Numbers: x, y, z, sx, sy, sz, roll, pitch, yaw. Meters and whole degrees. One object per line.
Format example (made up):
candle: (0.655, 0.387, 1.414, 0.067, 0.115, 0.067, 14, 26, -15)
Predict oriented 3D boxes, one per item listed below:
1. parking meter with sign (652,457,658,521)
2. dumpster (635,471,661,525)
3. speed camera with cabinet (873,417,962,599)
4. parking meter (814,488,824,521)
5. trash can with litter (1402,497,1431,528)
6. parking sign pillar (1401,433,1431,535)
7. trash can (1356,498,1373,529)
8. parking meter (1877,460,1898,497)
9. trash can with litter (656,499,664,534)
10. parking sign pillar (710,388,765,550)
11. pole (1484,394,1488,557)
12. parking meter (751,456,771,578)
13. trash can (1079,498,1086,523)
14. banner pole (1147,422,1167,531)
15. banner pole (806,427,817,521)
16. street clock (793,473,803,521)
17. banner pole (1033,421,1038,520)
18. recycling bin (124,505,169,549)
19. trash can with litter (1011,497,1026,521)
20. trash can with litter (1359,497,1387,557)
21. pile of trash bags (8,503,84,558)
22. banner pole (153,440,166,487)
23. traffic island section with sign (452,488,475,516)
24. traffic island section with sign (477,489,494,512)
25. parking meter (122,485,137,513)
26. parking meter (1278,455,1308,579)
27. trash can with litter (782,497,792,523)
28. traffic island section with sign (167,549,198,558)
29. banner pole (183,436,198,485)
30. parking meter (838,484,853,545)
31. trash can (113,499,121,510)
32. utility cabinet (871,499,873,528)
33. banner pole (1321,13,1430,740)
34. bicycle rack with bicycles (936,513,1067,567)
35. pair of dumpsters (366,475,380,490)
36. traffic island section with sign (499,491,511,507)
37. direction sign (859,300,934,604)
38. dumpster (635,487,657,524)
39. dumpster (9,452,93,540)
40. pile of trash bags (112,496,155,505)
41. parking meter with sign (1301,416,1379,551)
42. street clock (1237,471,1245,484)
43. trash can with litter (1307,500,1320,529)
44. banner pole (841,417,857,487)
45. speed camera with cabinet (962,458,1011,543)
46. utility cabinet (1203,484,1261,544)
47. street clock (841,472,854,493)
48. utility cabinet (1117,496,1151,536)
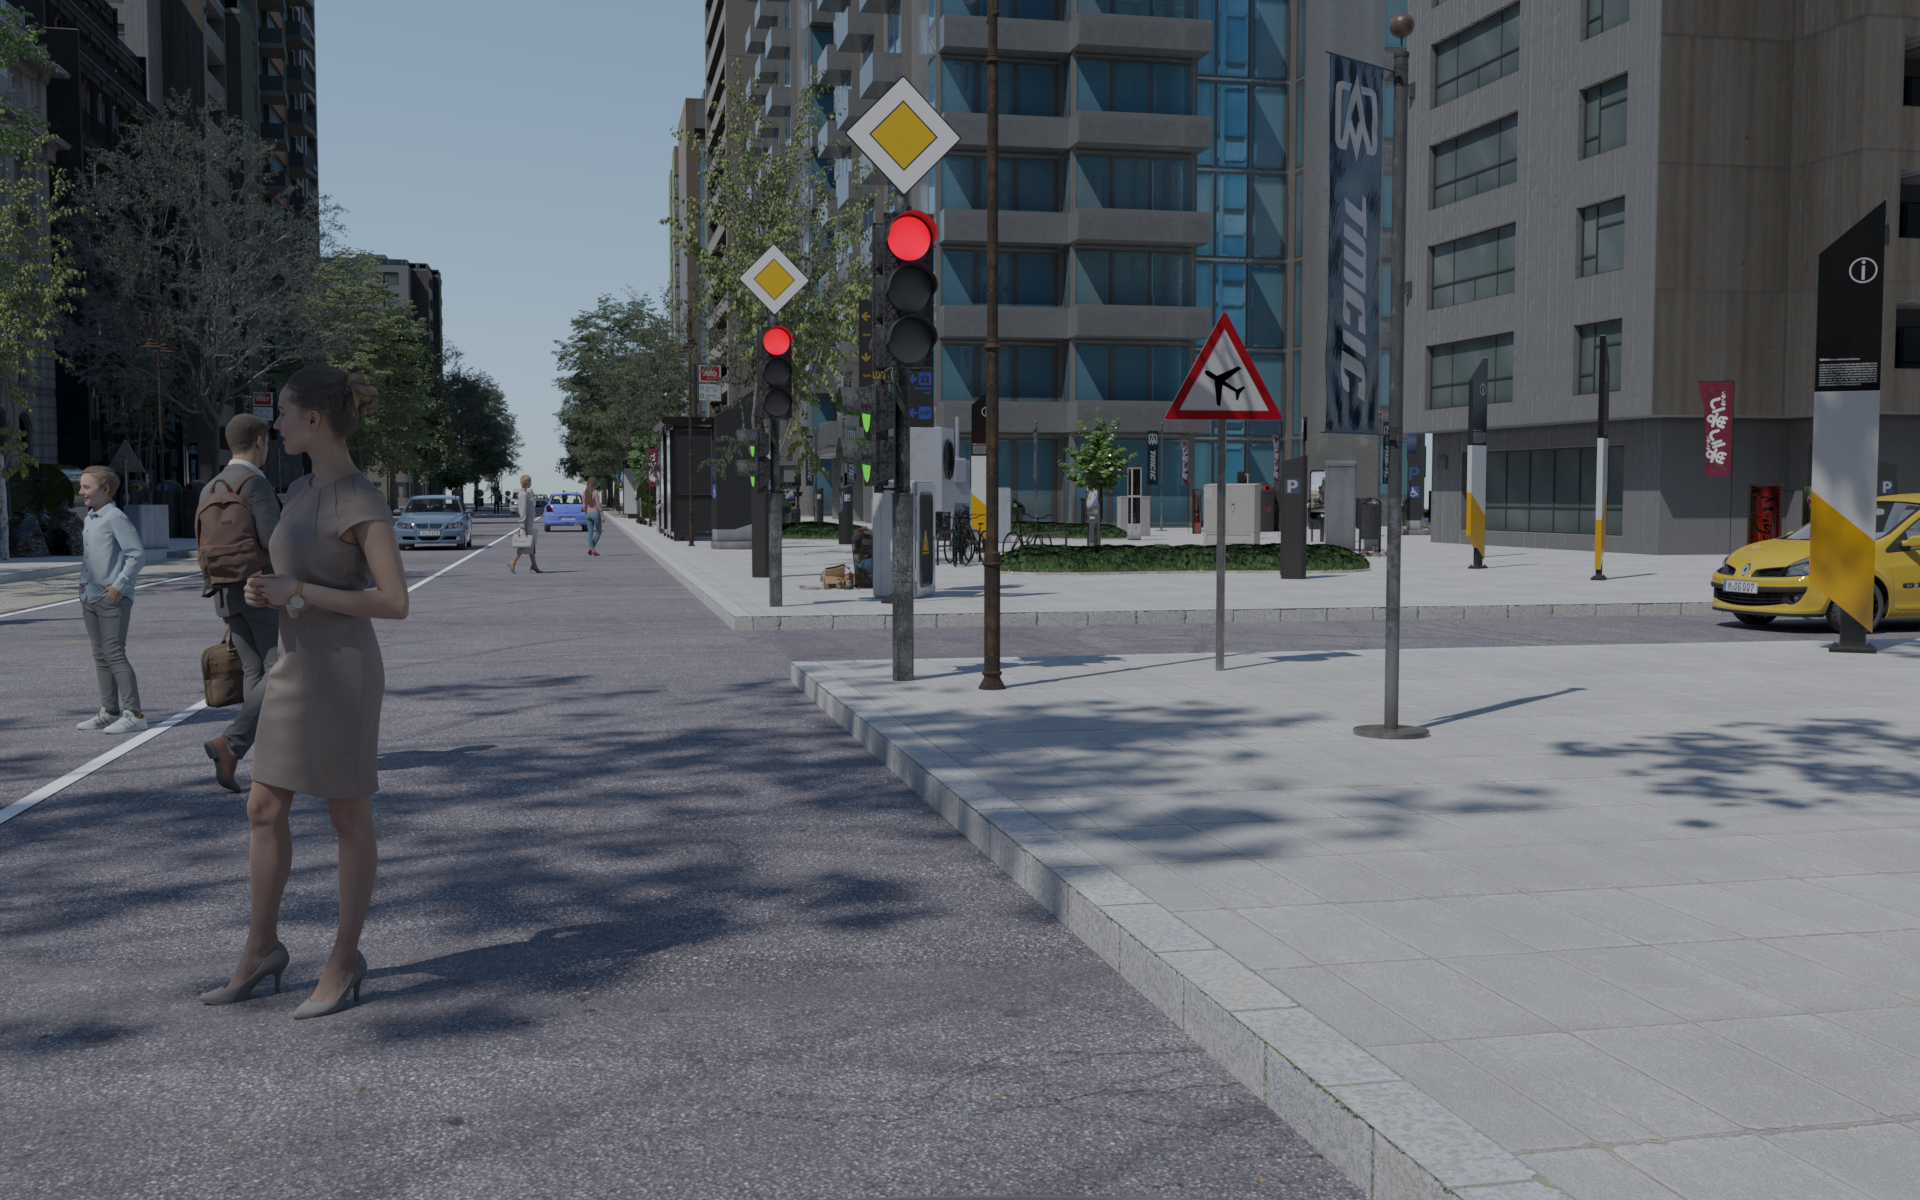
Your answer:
parking meter with sign: (-14.165, -5.343, 83.617, 1.738, 3.016, 0.543, -3, 5, -39)
dumpster: (-12.682, -4.239, 71.800, 1.502, 2.255, 1.985, -1, 4, -12)
speed camera with cabinet: (-0.562, -1.696, 22.059, 0.660, 3.252, 2.038, 1, 4, 13)
parking meter: (-5.517, -3.623, 67.648, 0.372, 1.533, 0.369, 0, 3, 0)
trash can with litter: (16.254, -3.085, 61.831, 1.055, 1.170, 0.624, 0, 4, -3)
parking sign pillar: (14.340, -4.035, 54.451, 1.447, 3.967, 1.447, 1, 4, 20)
trash can: (14.845, -3.194, 63.871, 0.748, 1.137, 0.748, 0, 3, 0)
parking meter: (15.531, -1.435, 29.181, 0.399, 1.863, 0.255, 0, 4, -8)
trash can with litter: (-9.617, -2.739, 56.171, 0.624, 1.170, 1.055, -1, 4, -19)
parking sign pillar: (-5.139, -3.190, 40.624, 1.447, 3.967, 1.447, -2, 4, -23)
pole: (10.603, -2.530, 35.202, 0.158, 3.312, 0.155, 0, 3, 0)
parking meter: (-3.032, -1.281, 26.660, 0.255, 1.863, 0.399, 1, 4, 14)
trash can: (4.696, -3.134, 62.901, 0.748, 1.137, 0.748, 0, 3, 0)
banner pole: (6.824, -4.290, 60.151, 0.863, 3.779, 0.401, -2, 4, -30)
banner pole: (-5.526, -4.572, 64.761, 0.401, 3.779, 0.863, 2, 4, 33)
street clock: (-5.445, -3.280, 58.204, 0.358, 2.002, 0.471, 0, 4, -5)
banner pole: (2.562, -4.217, 58.960, 0.401, 3.779, 0.863, 1, 4, 11)
recycling bin: (-19.102, -1.719, 40.664, 0.722, 1.027, 0.722, 2, 4, 34)
trash can with litter: (2.073, -2.738, 56.146, 1.055, 1.170, 0.624, 0, 4, -7)
trash can with litter: (8.095, -1.514, 35.818, 2.233, 1.210, 1.678, -2, 4, -23)
pile of trash bags: (-19.807, -1.631, 36.412, 3.447, 1.369, 1.912, 3, 5, 40)
banner pole: (-33.656, -5.064, 72.808, 0.863, 3.779, 0.401, 1, 4, 22)
traffic island section with sign: (-33.427, -6.526, 115.330, 1.989, 1.847, 2.006, -1, 4, -12)
traffic island section with sign: (-39.194, -8.137, 141.664, 1.989, 1.847, 2.006, -1, 4, -12)
parking meter: (-22.850, -2.403, 47.693, 0.372, 1.533, 0.369, 0, 3, 0)
parking meter: (5.022, -1.250, 26.143, 0.399, 1.863, 0.255, 1, 4, 22)
trash can with litter: (-5.917, -2.948, 59.580, 0.624, 1.170, 1.055, -2, 4, -34)
traffic island section with sign: (-16.852, -1.891, 39.539, 1.989, 1.847, 2.006, -1, 4, -12)
banner pole: (-33.024, -5.158, 74.347, 0.863, 3.779, 0.401, 1, 4, 16)
parking meter: (-2.904, -2.179, 44.045, 0.372, 1.533, 0.369, 0, 3, 0)
trash can: (-25.881, -2.559, 53.496, 0.748, 1.137, 0.748, 0, 3, 0)
utility cabinet: (-1.257, -1.008, 27.647, 0.306, 1.237, 1.020, 0, 4, -5)
banner pole: (2.130, -1.159, 8.971, 0.863, 3.779, 0.401, -3, 5, -42)
bicycle rack with bicycles: (0.587, -1.101, 31.391, 2.852, 0.926, 2.925, 2, 4, 27)
pair of dumpsters: (-30.551, -5.250, 88.327, 1.574, 2.255, 4.437, -1, 4, -12)
traffic island section with sign: (-50.984, -11.436, 195.608, 1.989, 1.847, 2.006, -1, 4, -12)
direction sign: (-0.743, -1.731, 20.300, 0.876, 3.537, 0.379, 0, 4, -5)
dumpster: (-13.515, -4.268, 75.536, 1.264, 1.857, 1.865, -1, 4, -12)
dumpster: (-21.112, -2.308, 40.230, 1.502, 2.255, 1.985, -1, 4, -12)
pile of trash bags: (-21.611, -2.118, 44.387, 1.912, 1.369, 3.447, -1, 4, -15)
parking meter with sign: (8.580, -2.614, 38.997, 1.738, 3.016, 0.543, 0, 4, 7)
street clock: (9.002, -3.114, 55.479, 0.358, 2.002, 0.471, 0, 4, 4)
trash can with litter: (12.842, -3.159, 63.031, 0.624, 1.170, 1.055, 0, 4, 7)
banner pole: (-3.622, -4.047, 56.191, 0.401, 3.779, 0.863, 3, 4, 38)
speed camera with cabinet: (0.366, -3.098, 44.983, 2.038, 3.252, 0.660, -3, 4, -37)
utility cabinet: (5.726, -1.703, 36.518, 1.173, 1.500, 0.318, 2, 4, 35)
street clock: (-3.733, -3.269, 58.018, 0.471, 2.002, 0.358, 2, 4, 32)
utility cabinet: (5.265, -2.530, 52.534, 1.020, 1.237, 0.306, -2, 4, -25)
